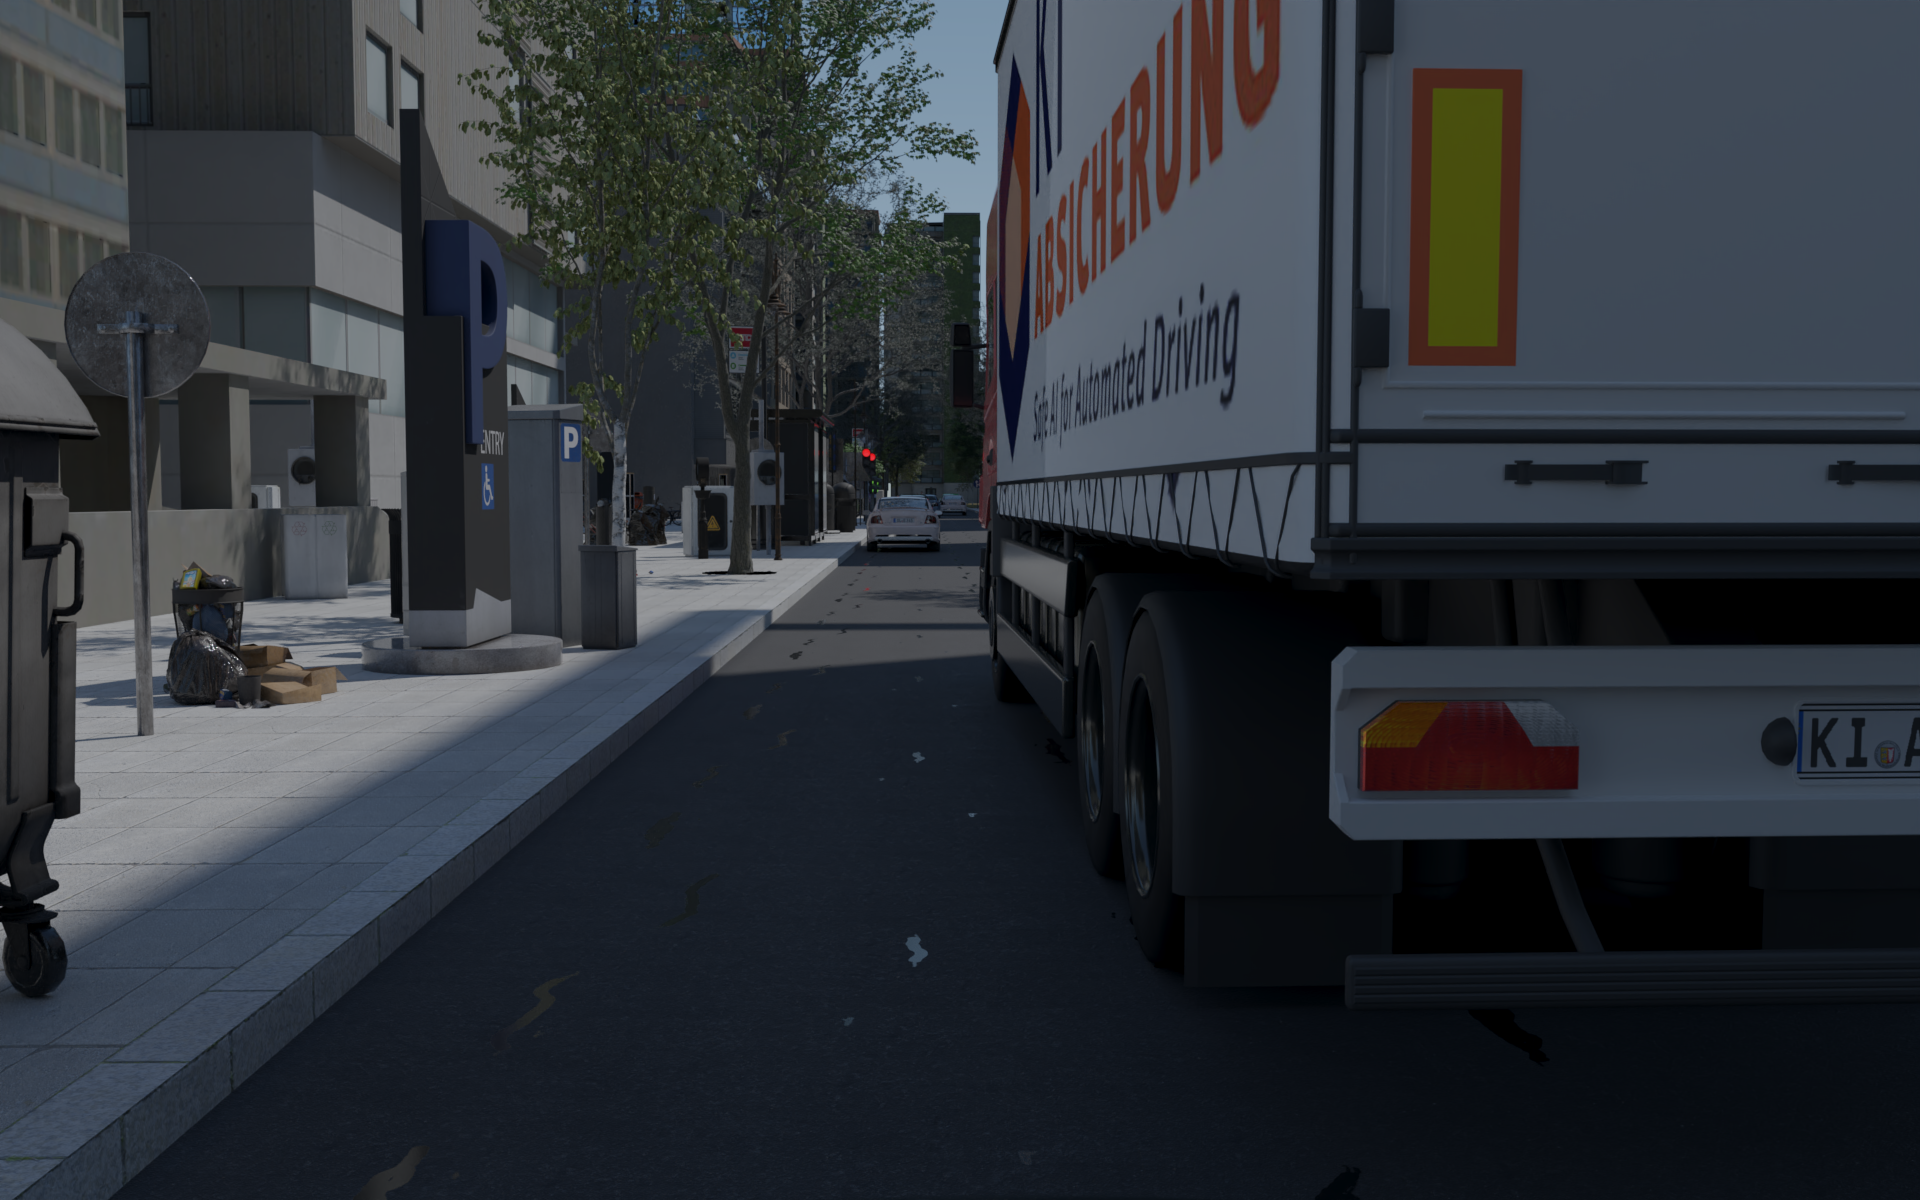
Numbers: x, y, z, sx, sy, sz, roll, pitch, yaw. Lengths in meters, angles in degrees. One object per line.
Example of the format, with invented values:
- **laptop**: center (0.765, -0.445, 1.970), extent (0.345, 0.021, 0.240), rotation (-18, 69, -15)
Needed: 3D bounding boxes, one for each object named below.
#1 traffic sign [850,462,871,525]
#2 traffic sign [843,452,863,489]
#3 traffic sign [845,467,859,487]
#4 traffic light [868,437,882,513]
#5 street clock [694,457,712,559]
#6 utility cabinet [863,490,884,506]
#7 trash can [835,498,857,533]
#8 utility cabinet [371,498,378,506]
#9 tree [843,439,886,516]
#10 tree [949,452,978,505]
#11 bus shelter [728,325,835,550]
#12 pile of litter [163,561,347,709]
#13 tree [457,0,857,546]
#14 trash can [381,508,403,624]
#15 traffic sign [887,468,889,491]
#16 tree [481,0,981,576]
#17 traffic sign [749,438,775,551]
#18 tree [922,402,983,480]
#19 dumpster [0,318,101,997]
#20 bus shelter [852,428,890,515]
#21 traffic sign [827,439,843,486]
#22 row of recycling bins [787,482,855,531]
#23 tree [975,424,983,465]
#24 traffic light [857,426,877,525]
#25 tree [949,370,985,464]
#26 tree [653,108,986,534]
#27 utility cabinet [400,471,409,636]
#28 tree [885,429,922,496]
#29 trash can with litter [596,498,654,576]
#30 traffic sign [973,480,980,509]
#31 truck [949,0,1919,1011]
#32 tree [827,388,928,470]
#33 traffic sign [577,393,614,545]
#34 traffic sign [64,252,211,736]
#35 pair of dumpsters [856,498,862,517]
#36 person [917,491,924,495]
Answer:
- **traffic sign**: center (-4.067, -4.322, 70.661), extent (0.884, 2.594, 0.081), rotation (0, 4, 5)
- **traffic sign**: center (-5.833, -5.510, 83.964), extent (2.265, 3.308, 0.079), rotation (0, 4, 3)
- **traffic sign**: center (-5.081, -5.035, 82.421), extent (0.768, 2.556, 0.104), rotation (0, 4, 6)
- **traffic light**: center (-4.029, -5.554, 79.733), extent (0.839, 4.253, 0.868), rotation (0, 4, -1)
- **street clock**: center (-5.076, -1.811, 34.184), extent (0.358, 2.002, 0.471), rotation (-1, 4, -14)
- **utility cabinet**: center (-4.941, -5.498, 98.565), extent (1.173, 1.500, 0.318), rotation (1, 4, 10)
- **trash can**: center (-3.796, -2.826, 57.851), extent (0.748, 1.137, 0.748), rotation (0, 3, 0)
- **utility cabinet**: center (-11.891, -1.410, 34.213), extent (0.306, 1.237, 1.020), rotation (1, 4, 14)
- **tree**: center (-6.029, -7.209, 101.581), extent (4.285, 4.588, 4.351), rotation (0, 3, 0)
- **tree**: center (0.880, -16.213, 215.441), extent (4.360, 8.622, 3.978), rotation (0, 3, 0)
- **bus shelter**: center (-4.486, -4.058, 43.978), extent (2.179, 5.291, 8.768), rotation (0, 4, -1)
- **pile of litter**: center (-4.562, 0.174, 11.127), extent (1.176, 0.858, 1.719), rotation (-1, 4, -10)
- **tree**: center (-3.443, -4.148, 18.186), extent (4.737, 8.622, 4.395), rotation (0, 3, 0)
- **trash can**: center (-5.372, -0.344, 17.279), extent (0.748, 1.137, 0.748), rotation (0, 3, 0)
- **traffic sign**: center (-6.688, -8.642, 135.163), extent (2.265, 3.308, 0.079), rotation (0, 4, 8)
- **tree**: center (-3.541, -6.203, 27.169), extent (9.928, 11.665, 9.643), rotation (0, 3, 0)
- **traffic sign**: center (-4.551, -2.380, 39.014), extent (0.768, 2.556, 0.104), rotation (0, 4, 6)
- **tree**: center (1.735, -14.816, 160.370), extent (7.486, 12.596, 7.792), rotation (0, 3, 0)
- **dumpster**: center (-2.860, 0.128, 3.670), extent (1.264, 1.857, 1.865), rotation (0, 4, -1)
- **bus shelter**: center (-5.554, -7.986, 108.205), extent (2.179, 5.291, 8.768), rotation (0, 4, -1)
- **traffic sign**: center (-5.397, -4.263, 63.577), extent (2.265, 3.308, 0.079), rotation (0, 4, 8)
- **row of recycling bins**: center (-5.227, -3.285, 60.828), extent (3.534, 1.692, 1.069), rotation (-2, 4, -35)
- **tree**: center (3.079, -11.433, 137.292), extent (4.737, 8.622, 4.395), rotation (0, 3, 0)
- **traffic light**: center (-3.850, -5.066, 71.750), extent (0.839, 4.253, 0.868), rotation (0, 4, -1)
- **tree**: center (2.716, -10.748, 110.140), extent (7.601, 10.594, 8.767), rotation (0, 4, 5)
- **tree**: center (-4.585, -8.871, 55.407), extent (12.009, 13.543, 11.850), rotation (0, 3, 0)
- **utility cabinet**: center (-4.443, -0.430, 15.718), extent (1.173, 1.500, 0.318), rotation (-3, 5, -40)
- **tree**: center (-7.640, -18.270, 216.834), extent (7.486, 12.596, 7.792), rotation (0, 3, 0)
- **trash can with litter**: center (-5.651, -0.994, 27.313), extent (1.678, 1.210, 2.233), rotation (-1, 4, -21)
- **traffic sign**: center (1.537, -9.295, 152.073), extent (0.768, 2.556, 0.104), rotation (0, 4, 3)
- **truck**: center (1.549, -1.203, 8.590), extent (2.839, 4.237, 11.283), rotation (0, 4, -3)
- **tree**: center (-6.881, -12.950, 146.143), extent (8.767, 10.594, 7.601), rotation (-1, 4, -14)
- **traffic sign**: center (-4.676, -1.327, 21.703), extent (0.884, 2.594, 0.081), rotation (0, 4, 1)
- **traffic sign**: center (-4.334, -0.552, 9.138), extent (0.768, 2.556, 0.104), rotation (0, 4, 0)
- **pair of dumpsters**: center (-6.196, -5.696, 95.627), extent (1.574, 2.255, 4.437), rotation (0, 4, -1)
- **person**: center (-3.986, -10.040, 173.459), extent (0.742, 1.727, 0.445), rotation (0, 4, 1)
